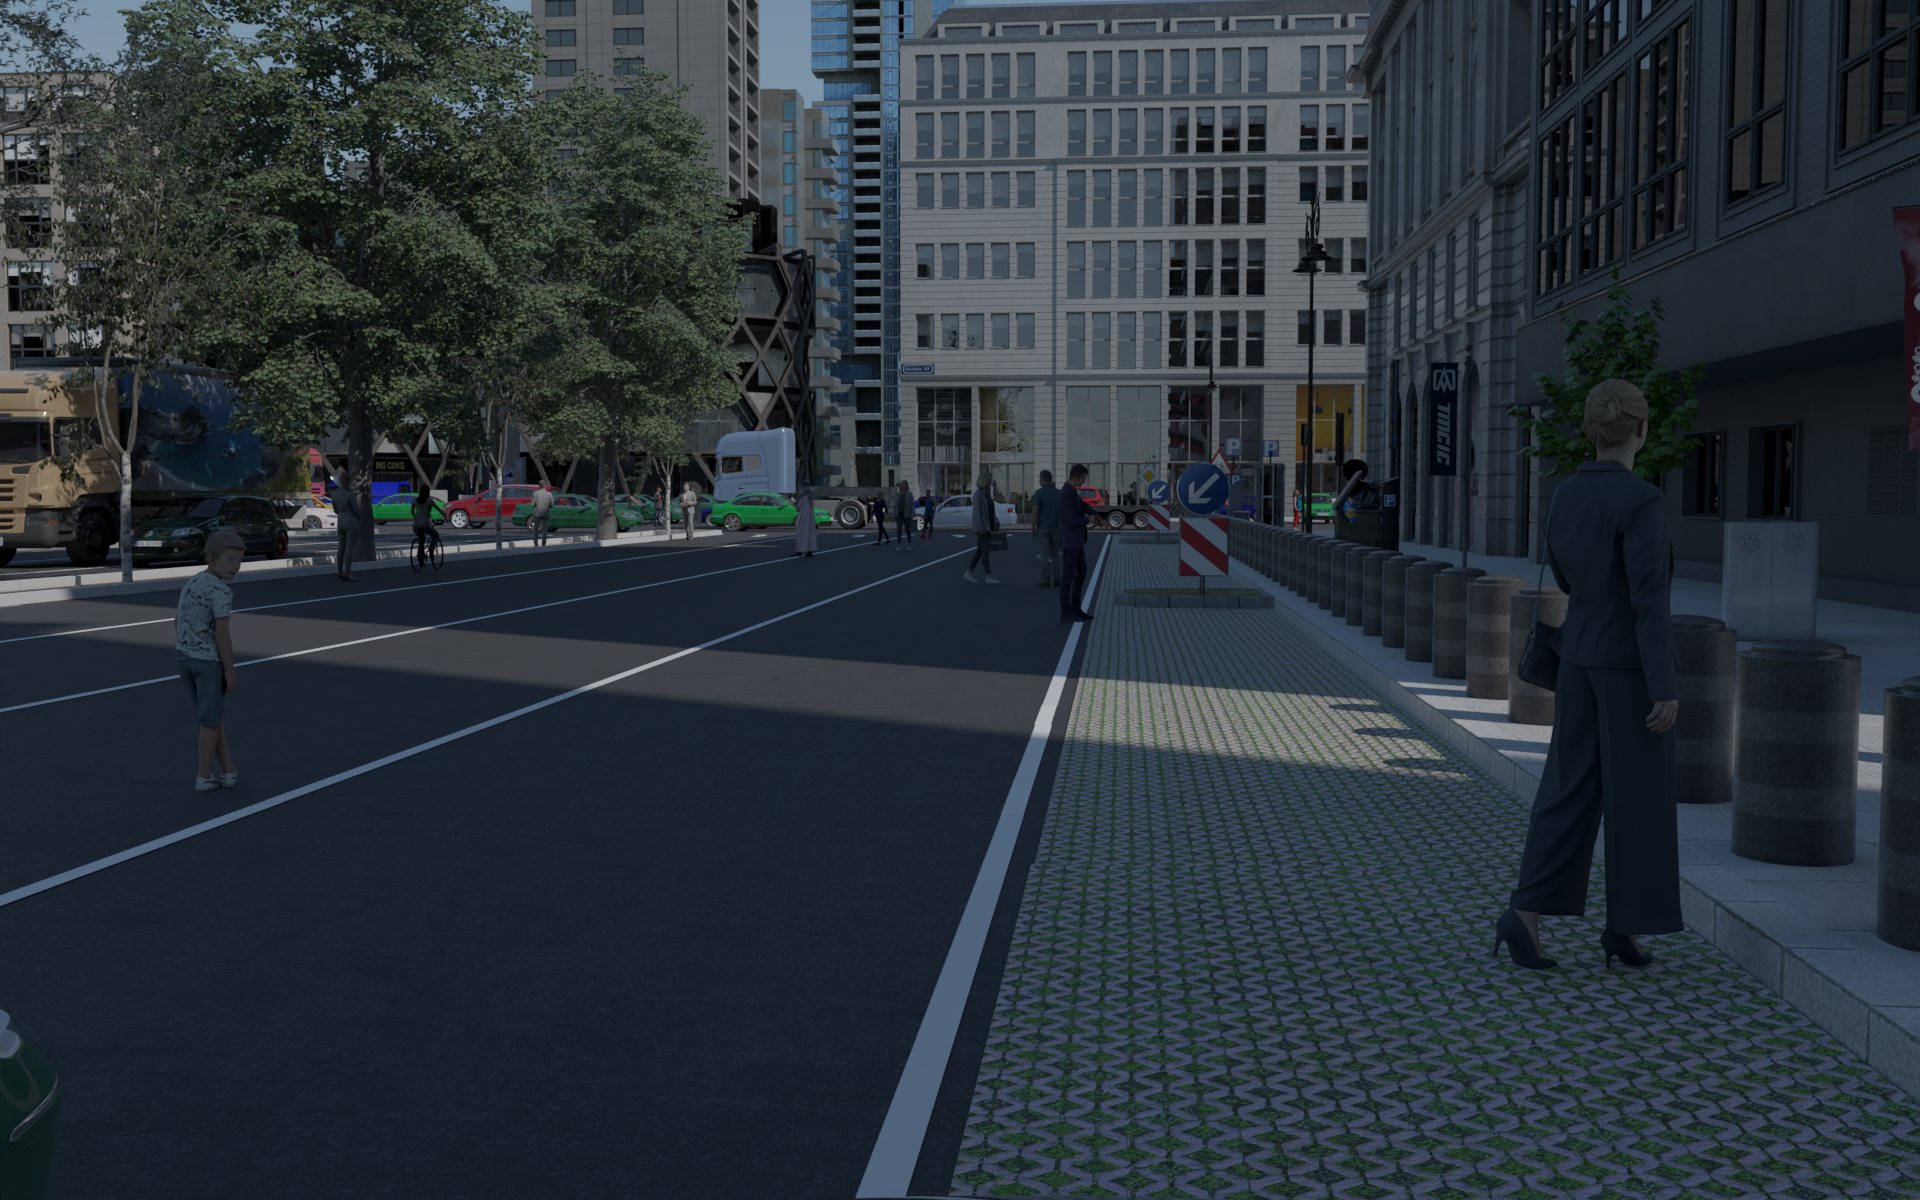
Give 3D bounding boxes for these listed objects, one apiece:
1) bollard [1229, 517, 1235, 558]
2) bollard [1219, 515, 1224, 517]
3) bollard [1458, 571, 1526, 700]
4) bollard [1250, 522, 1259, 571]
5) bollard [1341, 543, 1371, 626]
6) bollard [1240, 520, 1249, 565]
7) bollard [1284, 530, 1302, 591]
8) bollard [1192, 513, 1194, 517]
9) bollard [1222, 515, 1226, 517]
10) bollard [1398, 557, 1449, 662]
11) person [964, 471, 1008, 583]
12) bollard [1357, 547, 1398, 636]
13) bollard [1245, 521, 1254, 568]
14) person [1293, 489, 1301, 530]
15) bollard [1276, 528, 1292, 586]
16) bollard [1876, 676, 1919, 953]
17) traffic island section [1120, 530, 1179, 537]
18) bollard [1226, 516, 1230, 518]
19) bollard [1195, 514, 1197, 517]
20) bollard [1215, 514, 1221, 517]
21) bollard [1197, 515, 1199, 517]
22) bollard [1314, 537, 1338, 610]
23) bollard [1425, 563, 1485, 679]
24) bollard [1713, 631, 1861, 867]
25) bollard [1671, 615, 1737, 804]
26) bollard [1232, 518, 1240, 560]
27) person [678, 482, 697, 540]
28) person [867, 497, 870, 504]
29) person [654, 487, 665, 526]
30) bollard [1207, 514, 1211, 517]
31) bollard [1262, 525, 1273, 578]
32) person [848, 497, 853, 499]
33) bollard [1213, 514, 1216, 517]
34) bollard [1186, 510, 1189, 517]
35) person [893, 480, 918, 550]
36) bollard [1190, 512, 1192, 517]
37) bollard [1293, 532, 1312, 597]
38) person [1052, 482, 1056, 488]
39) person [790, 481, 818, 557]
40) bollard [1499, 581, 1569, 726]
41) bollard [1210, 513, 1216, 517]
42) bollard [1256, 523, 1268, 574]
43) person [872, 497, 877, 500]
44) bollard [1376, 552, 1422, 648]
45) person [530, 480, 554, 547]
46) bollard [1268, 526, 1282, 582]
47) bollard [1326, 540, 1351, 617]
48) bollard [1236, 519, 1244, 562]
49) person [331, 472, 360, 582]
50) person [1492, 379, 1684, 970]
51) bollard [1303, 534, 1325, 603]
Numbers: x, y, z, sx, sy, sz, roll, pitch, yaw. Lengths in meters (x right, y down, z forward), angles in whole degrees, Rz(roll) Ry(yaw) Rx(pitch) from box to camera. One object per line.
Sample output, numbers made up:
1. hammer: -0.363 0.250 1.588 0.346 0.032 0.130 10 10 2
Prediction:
1. bollard: 5.677 -1.236 34.919 0.404 0.777 0.398 0 3 0
2. bollard: 6.015 -1.457 38.533 0.404 0.777 0.398 0 3 0
3. bollard: 3.409 0.231 10.942 0.404 0.777 0.398 0 3 0
4. bollard: 5.110 -0.869 28.923 0.404 0.777 0.398 0 3 0
5. bollard: 3.978 -0.135 16.930 0.404 0.777 0.398 0 3 0
6. bollard: 5.336 -1.015 31.318 0.404 0.777 0.398 0 3 0
7. bollard: 4.544 -0.502 22.928 0.404 0.777 0.398 0 3 0
8. bollard: 7.378 -2.338 52.936 0.404 0.777 0.398 0 3 0
9. bollard: 5.901 -1.382 37.312 0.404 0.777 0.398 0 3 0
10. bollard: 3.635 0.084 13.336 0.404 0.777 0.398 0 3 0
11. person: 0.401 -1.178 27.951 0.728 1.800 0.709 2 4 30
12. bollard: 3.866 -0.062 15.728 0.404 0.777 0.398 0 3 0
13. bollard: 5.224 -0.942 30.121 0.404 0.777 0.398 0 3 0
14. person: 13.343 -3.571 68.589 0.444 1.614 0.593 3 5 40
15. bollard: 4.655 -0.575 24.125 0.404 0.777 0.398 0 3 0
16. bollard: 2.846 0.598 4.933 0.404 0.777 0.398 0 3 0
17. traffic island section: 6.484 -2.266 59.335 2.009 0.180 2.903 0 4 5
18. bollard: 5.788 -1.309 36.116 0.404 0.777 0.398 0 3 0
19. bollard: 7.155 -2.191 50.532 0.404 0.777 0.398 0 3 0
20. bollard: 6.133 -1.530 39.739 0.404 0.777 0.398 0 3 0
21. bollard: 7.036 -2.117 49.336 0.404 0.777 0.398 0 3 0
22. bollard: 4.203 -0.282 19.322 0.404 0.777 0.398 0 3 0
23. bollard: 3.523 0.158 12.140 0.404 0.777 0.398 0 3 0
24. bollard: 2.956 0.525 6.130 0.404 0.777 0.398 0 3 0
25. bollard: 3.069 0.451 7.339 0.404 0.777 0.398 0 3 0
26. bollard: 5.565 -1.162 33.723 0.404 0.777 0.398 0 3 0
27. person: -8.509 -2.760 53.833 0.606 1.804 0.583 1 4 9
28. person: -12.456 -13.870 235.260 0.705 1.826 1.348 -2 4 -29
29. person: -13.307 -4.118 76.648 0.431 1.722 0.655 1 4 15
30. bollard: 6.469 -1.751 43.352 0.404 0.777 0.398 0 3 0
31. bollard: 4.883 -0.723 26.530 0.404 0.777 0.398 0 3 0
32. person: -15.901 -14.612 248.130 1.217 1.735 0.721 -3 4 -37
33. bollard: 6.248 -1.604 40.937 0.404 0.777 0.398 0 3 0
34. bollard: 8.057 -2.779 60.146 0.404 0.777 0.398 0 3 0
35. person: -1.350 -2.168 44.134 0.709 1.800 0.728 1 4 17
36. bollard: 7.487 -2.411 54.133 0.404 0.777 0.398 0 3 0
37. bollard: 4.428 -0.428 21.715 0.404 0.777 0.398 0 3 0
38. person: 2.799 -2.744 53.379 0.555 1.821 0.388 2 4 27
39. person: -3.560 -1.863 39.626 0.621 1.740 0.551 1 4 12
40. bollard: 3.298 0.305 9.738 0.404 0.777 0.398 0 3 0
41. bollard: 6.357 -1.677 42.144 0.404 0.777 0.398 0 3 0
42. bollard: 4.997 -0.796 27.727 0.404 0.777 0.398 0 3 0
43. person: -8.306 -10.207 175.399 1.348 1.821 0.705 1 4 21
44. bollard: 3.752 0.011 14.532 0.404 0.777 0.398 0 3 0
45. person: -11.009 -2.254 45.557 0.606 1.804 0.583 -2 4 -25
46. bollard: 4.767 -0.649 25.321 0.404 0.777 0.398 0 3 0
47. bollard: 4.092 -0.208 18.126 0.404 0.777 0.398 0 3 0
48. bollard: 5.449 -1.089 32.527 0.404 0.777 0.398 0 3 0
49. person: -10.028 -1.203 28.441 0.520 1.790 0.573 0 4 7
50. person: 1.915 0.231 5.148 0.534 1.772 0.576 -3 5 -41
51. bollard: 4.318 -0.355 20.519 0.404 0.777 0.398 0 3 0
